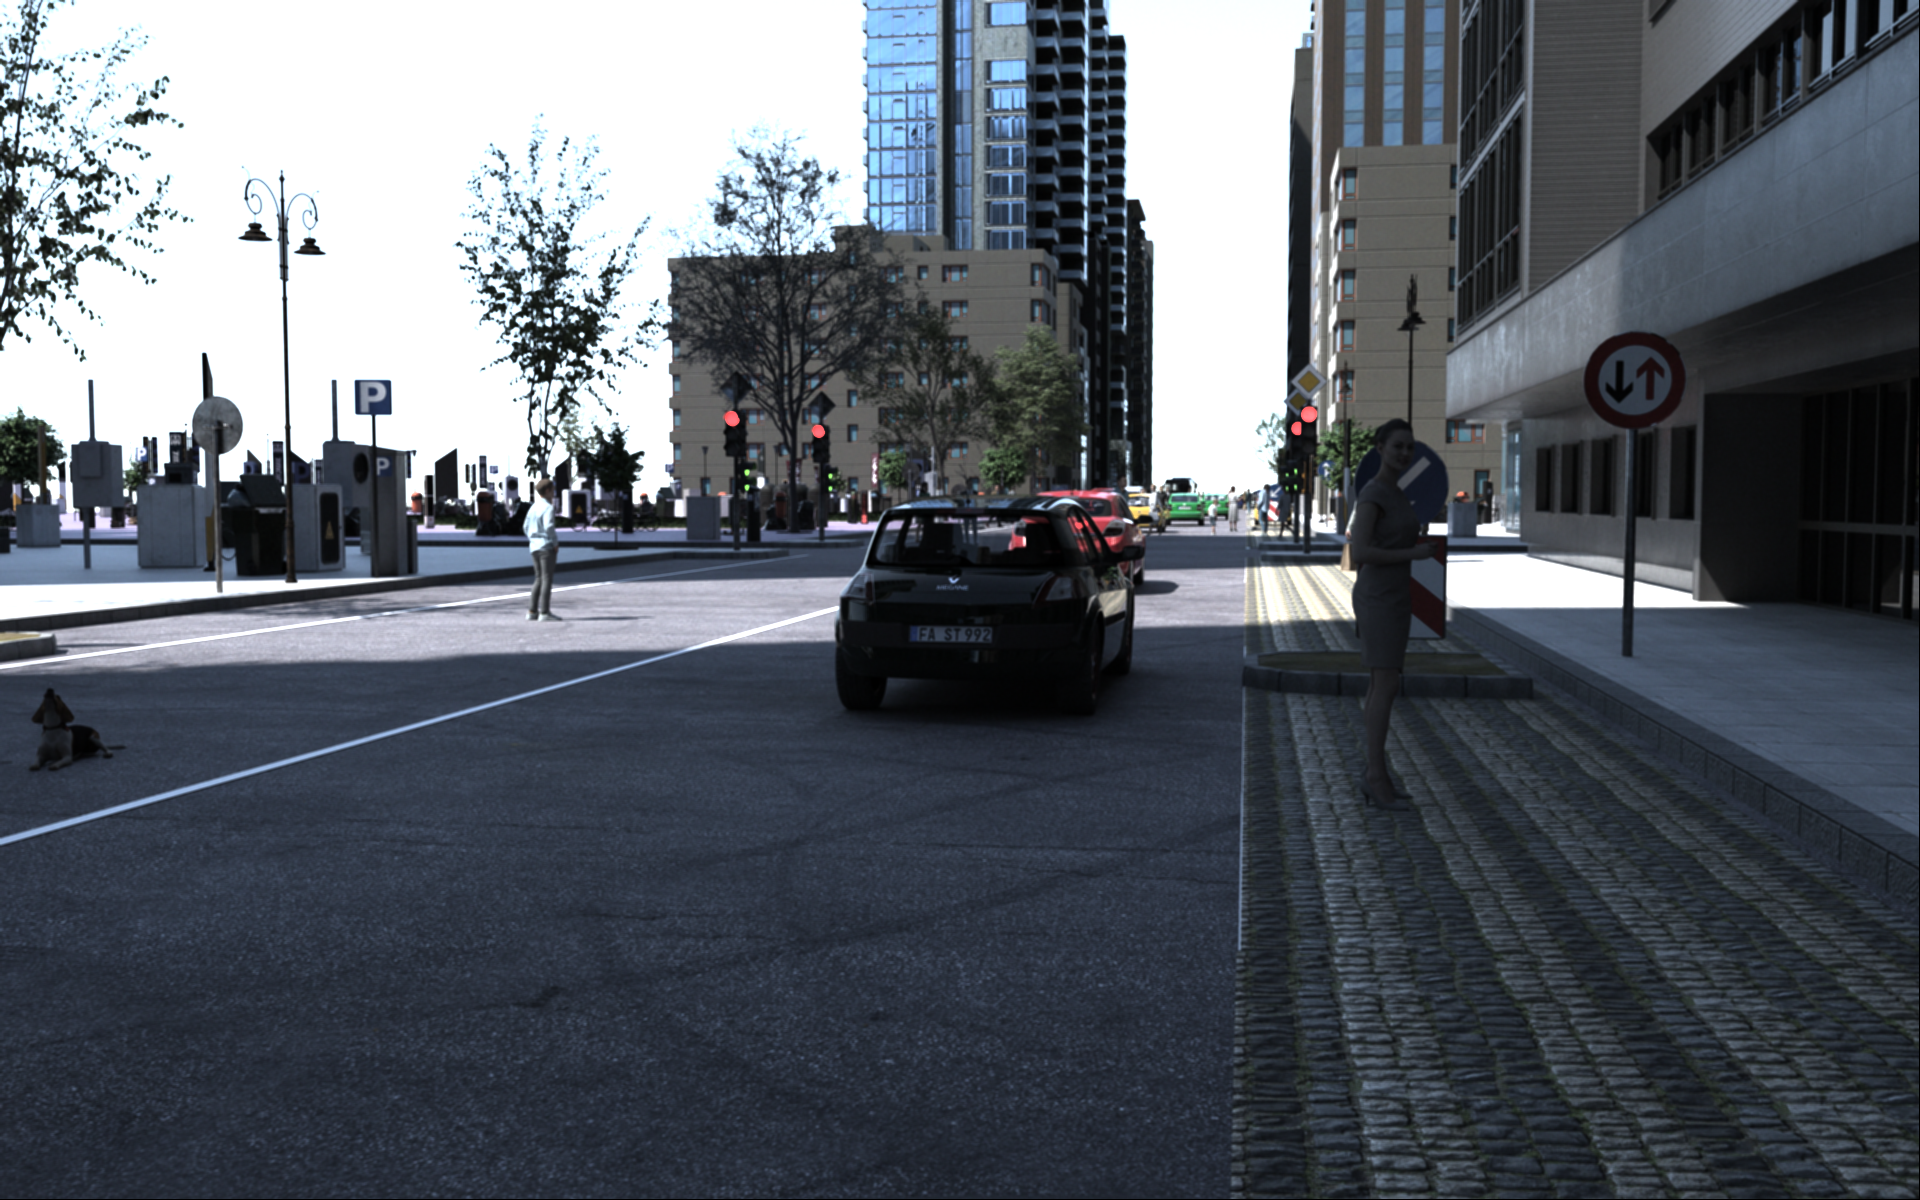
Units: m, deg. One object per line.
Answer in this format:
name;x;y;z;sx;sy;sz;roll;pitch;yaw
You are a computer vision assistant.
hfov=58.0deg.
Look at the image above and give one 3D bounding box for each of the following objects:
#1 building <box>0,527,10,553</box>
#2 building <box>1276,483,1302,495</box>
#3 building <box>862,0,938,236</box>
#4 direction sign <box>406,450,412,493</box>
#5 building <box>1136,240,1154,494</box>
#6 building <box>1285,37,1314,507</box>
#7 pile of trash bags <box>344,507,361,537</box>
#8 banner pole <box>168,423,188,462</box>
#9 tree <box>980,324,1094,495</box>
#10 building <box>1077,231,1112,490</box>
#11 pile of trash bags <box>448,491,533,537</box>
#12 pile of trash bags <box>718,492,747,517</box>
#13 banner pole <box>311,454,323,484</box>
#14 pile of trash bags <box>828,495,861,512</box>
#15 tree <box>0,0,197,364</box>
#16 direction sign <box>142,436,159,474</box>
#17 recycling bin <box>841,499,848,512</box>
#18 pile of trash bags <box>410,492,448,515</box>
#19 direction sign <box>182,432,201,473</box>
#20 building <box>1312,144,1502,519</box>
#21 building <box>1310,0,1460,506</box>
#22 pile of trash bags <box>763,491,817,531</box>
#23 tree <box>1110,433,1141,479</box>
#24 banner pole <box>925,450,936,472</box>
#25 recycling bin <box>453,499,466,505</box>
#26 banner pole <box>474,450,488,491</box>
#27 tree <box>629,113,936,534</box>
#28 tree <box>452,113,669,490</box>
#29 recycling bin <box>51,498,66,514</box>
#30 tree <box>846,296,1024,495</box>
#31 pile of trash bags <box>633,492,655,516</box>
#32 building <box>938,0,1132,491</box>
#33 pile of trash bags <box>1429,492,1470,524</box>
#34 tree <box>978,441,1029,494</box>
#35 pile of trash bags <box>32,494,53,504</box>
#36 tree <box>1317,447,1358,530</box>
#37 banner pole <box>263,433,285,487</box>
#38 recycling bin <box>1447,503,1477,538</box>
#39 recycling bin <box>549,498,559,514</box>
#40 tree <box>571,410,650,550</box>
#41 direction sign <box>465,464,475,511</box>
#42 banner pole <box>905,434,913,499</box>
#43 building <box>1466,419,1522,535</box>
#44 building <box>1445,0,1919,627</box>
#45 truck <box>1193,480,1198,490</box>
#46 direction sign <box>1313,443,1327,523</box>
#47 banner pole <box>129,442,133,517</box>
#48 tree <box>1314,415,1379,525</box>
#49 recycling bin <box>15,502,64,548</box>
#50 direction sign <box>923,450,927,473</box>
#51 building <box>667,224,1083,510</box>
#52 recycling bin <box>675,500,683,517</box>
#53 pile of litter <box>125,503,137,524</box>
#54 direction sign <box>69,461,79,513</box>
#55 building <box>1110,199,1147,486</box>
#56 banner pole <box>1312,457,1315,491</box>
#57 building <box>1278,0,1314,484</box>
building;-33.944;-29.811;29.408;28.212;58.520;21.231;1;4;9
building;64.330;-34.838;261.485;32.217;40.220;23.993;1;4;9
building;2.061;-52.202;166.178;22.319;86.520;31.000;1;4;9
direction sign;-28.446;-5.925;88.876;0.379;3.537;0.876;2;4;26
building;22.967;-35.986;271.962;14.154;41.232;14.086;1;4;9
building;45.113;-34.022;179.955;21.300;48.544;21.600;1;4;9
pile of trash bags;-19.441;-2.614;52.487;3.447;1.369;1.912;3;5;43
banner pole;-27.385;-4.334;60.871;0.863;3.779;0.401;0;4;2
tree;5.045;-12.077;115.593;7.486;12.596;7.792;0;3;0
building;8.972;-25.557;189.565;14.160;30.474;14.107;1;4;9
pile of trash bags;-14.137;-2.676;53.511;1.912;1.369;3.447;0;4;5
pile of trash bags;-11.914;-5.276;96.021;3.447;1.369;1.912;1;4;22
banner pole;-40.287;-7.239;108.368;0.863;3.779;0.401;-2;4;-32
pile of trash bags;-7.158;-5.473;99.235;3.447;1.369;1.912;3;5;41
tree;-11.052;-4.234;19.591;4.360;8.622;3.978;0;3;0
direction sign;-31.659;-4.636;67.798;0.379;3.537;0.876;1;4;11
recycling bin;-6.271;-5.092;95.808;0.722;1.027;0.722;-2;4;-33
pile of trash bags;-23.668;-4.192;78.292;1.912;1.369;3.447;1;4;18
direction sign;-28.268;-4.380;63.609;0.379;3.537;0.876;2;4;28
building;34.841;-15.511;98.641;27.650;21.520;28.899;1;4;9
building;35.415;-29.879;138.637;14.600;45.320;14.200;1;4;9
pile of trash bags;-6.116;-3.163;61.470;1.912;1.369;3.447;0;4;3
tree;18.425;-15.152;198.092;4.360;8.622;3.978;0;3;0
banner pole;-1.774;-6.649;98.725;0.863;3.779;0.401;1;4;14
recycling bin;-26.961;-4.922;93.026;0.722;1.027;0.722;-2;4;-29
banner pole;-27.020;-6.577;97.554;0.863;3.779;0.401;-2;4;-24
tree;-5.563;-8.940;56.532;12.009;13.543;11.850;0;3;0
tree;-8.162;-5.154;34.627;4.737;8.622;4.395;0;3;0
recycling bin;-57.357;-5.963;110.048;0.722;1.027;0.722;1;4;18
tree;-0.848;-8.967;81.019;8.767;10.594;7.601;-2;4;-31
pile of trash bags;-17.154;-5.073;92.695;1.912;1.369;3.447;0;4;-1
building;11.230;-55.525;220.505;22.319;86.520;31.000;1;4;9
pile of trash bags;21.319;-4.073;76.345;3.447;1.369;1.912;-3;5;-40
tree;2.673;-7.422;105.058;4.285;4.588;4.351;0;3;0
pile of trash bags;-62.689;-6.569;117.147;1.912;1.369;3.447;1;4;10
tree;13.920;-4.139;62.269;1.663;3.219;1.824;0;3;0
banner pole;-28.177;-4.965;71.198;0.863;3.779;0.401;-2;4;-31
recycling bin;14.919;-2.380;51.467;0.722;1.027;0.722;0;4;2
recycling bin;-25.862;-5.942;109.704;0.722;1.027;0.722;1;4;14
tree;-7.889;-2.776;39.982;1.663;3.219;1.824;0;3;0
direction sign;-36.302;-8.354;128.587;0.876;3.537;0.379;-3;4;-37
banner pole;-2.103;-5.012;71.958;0.401;3.779;0.863;1;4;20
building;31.638;-26.508;53.014;30.456;49.044;23.786;1;4;9
building;14.575;-12.263;19.575;14.314;24.678;30.058;1;4;9
truck;30.218;-14.455;232.260;3.469;3.379;9.791;1;4;9
direction sign;16.096;-5.200;77.023;0.876;3.537;0.379;-1;4;-13
banner pole;-39.408;-5.650;82.398;0.401;3.779;0.863;-2;4;-28
tree;16.168;-5.379;71.667;4.285;4.588;4.351;0;3;0
recycling bin;-22.331;-1.798;41.955;0.722;1.027;0.722;2;4;32
direction sign;-1.821;-6.005;90.185;0.379;3.537;0.876;0;4;7
building;-5.373;-17.959;138.671;27.650;21.520;28.899;1;4;9
recycling bin;-12.744;-4.148;80.370;0.722;1.027;0.722;-3;5;-41
pile of litter;-35.678;-3.756;75.370;1.176;0.858;1.719;1;4;21
direction sign;-61.362;-7.844;120.248;0.379;3.537;0.876;2;4;33
building;15.469;-36.498;251.364;22.147;44.769;28.867;1;4;9
banner pole;23.862;-7.738;116.534;0.401;3.779;0.863;-3;4;-36
building;54.877;-56.332;233.702;22.319;86.520;31.000;1;4;9
